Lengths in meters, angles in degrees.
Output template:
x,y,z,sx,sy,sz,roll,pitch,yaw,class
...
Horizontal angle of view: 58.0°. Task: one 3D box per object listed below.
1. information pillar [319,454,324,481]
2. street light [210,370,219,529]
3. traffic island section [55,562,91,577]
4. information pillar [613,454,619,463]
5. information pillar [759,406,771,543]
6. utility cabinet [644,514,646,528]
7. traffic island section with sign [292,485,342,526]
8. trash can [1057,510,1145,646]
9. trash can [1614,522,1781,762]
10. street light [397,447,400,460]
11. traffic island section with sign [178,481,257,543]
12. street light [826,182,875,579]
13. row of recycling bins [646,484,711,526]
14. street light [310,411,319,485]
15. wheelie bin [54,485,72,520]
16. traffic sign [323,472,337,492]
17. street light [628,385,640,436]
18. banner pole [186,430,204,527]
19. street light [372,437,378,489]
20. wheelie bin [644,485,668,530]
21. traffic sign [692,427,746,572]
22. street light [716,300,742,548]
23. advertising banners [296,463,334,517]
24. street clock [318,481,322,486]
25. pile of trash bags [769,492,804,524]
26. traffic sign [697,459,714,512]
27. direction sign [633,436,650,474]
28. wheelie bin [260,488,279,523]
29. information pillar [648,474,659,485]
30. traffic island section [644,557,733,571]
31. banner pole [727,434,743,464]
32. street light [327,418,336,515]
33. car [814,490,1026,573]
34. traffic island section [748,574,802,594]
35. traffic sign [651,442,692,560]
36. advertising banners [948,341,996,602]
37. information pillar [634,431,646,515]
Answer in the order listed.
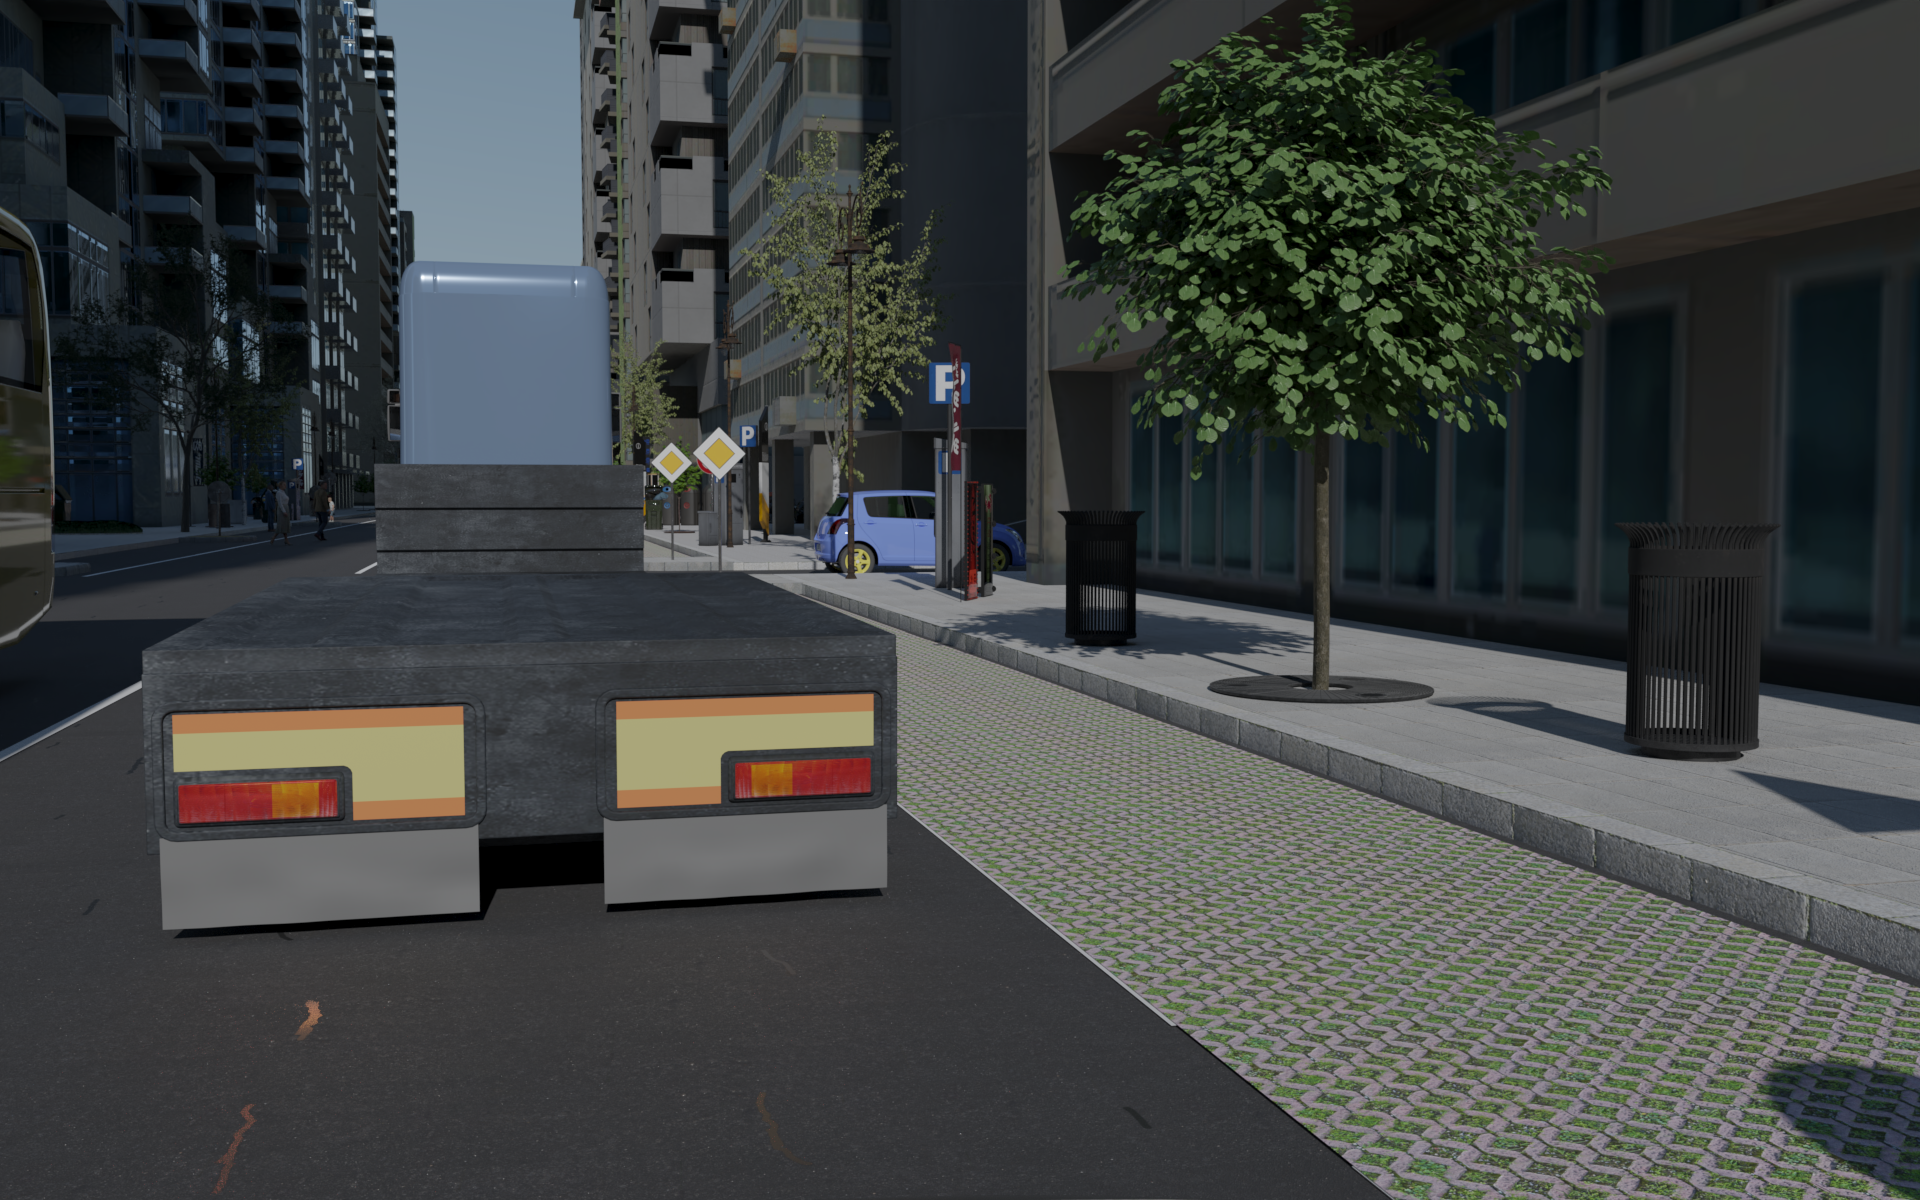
x,y,z,sx,sy,sz,roll,pitch,yaw,class
-37.556,-6.761,101.890,0.183,3.616,0.504,0,4,4,information pillar
-27.517,-5.586,64.116,0.468,5.910,1.993,-1,4,-14,street light
-16.804,-0.526,30.874,2.009,0.180,2.903,-1,4,-14,traffic island section
-20.183,-6.732,101.422,0.504,3.616,0.183,-3,5,-40,information pillar
-5.182,-3.330,45.808,0.183,3.616,0.504,1,4,15,information pillar
-11.728,-3.300,65.115,1.020,1.237,0.306,-2,4,-30,utility cabinet
-29.055,-4.261,78.290,1.989,1.847,2.006,-1,4,-14,traffic island section with sign
1.202,-0.191,14.773,0.748,1.137,0.748,0,3,0,trash can
3.587,0.194,8.474,0.748,1.137,0.748,0,3,0,trash can
-54.657,-12.006,169.080,0.468,5.910,1.993,-1,4,-14,street light
-22.328,-2.664,52.185,1.989,1.847,2.006,-1,4,-14,traffic island section with sign
-1.647,-3.257,26.035,0.468,5.910,1.993,-1,4,-14,street light
-11.474,-3.888,70.682,3.534,1.692,1.069,0,4,4,row of recycling bins
-36.015,-7.582,96.761,0.468,5.910,1.993,-1,4,-14,street light
-30.145,-3.057,57.891,0.693,1.594,0.980,0,4,-8,wheelie bin
-36.919,-6.202,101.500,0.768,2.556,0.104,-1,4,-13,traffic sign
-13.801,-6.154,73.408,0.468,5.910,1.993,-1,4,-14,street light
-30.040,-4.769,67.996,0.401,3.779,0.863,2,4,33,banner pole
-46.322,-10.048,137.071,0.468,5.910,1.993,-1,4,-14,street light
-10.940,-3.312,62.051,0.980,1.594,0.693,-1,4,-10,wheelie bin
-3.602,-1.364,25.942,0.795,2.450,0.064,-1,4,-14,traffic sign
-5.513,-4.196,41.387,0.468,5.910,1.993,-1,4,-14,street light
-36.852,-6.280,98.857,2.074,3.025,0.090,-1,4,-14,advertising banners
-36.269,-5.740,98.426,0.471,2.002,0.358,3,5,44,street clock
-7.772,-4.371,81.225,1.912,1.369,3.447,-3,5,-43,pile of trash bags
-6.302,-2.689,44.075,0.768,2.556,0.104,0,4,-5,traffic sign
-12.471,-4.640,67.854,0.379,3.537,0.876,3,4,37,direction sign
-30.645,-4.226,77.005,0.693,1.594,0.980,0,4,-1,wheelie bin
-11.159,-3.582,63.060,0.304,2.012,0.304,-3,4,-36,information pillar
-5.579,-0.702,33.757,2.009,0.180,2.903,-1,4,-14,traffic island section
-9.369,-4.998,71.734,0.863,3.779,0.401,-1,4,-20,banner pole
-37.916,-8.063,104.620,0.468,5.910,1.993,-1,4,-14,street light
-0.688,-1.266,30.296,3.694,1.707,1.945,-1,4,-15,car
-3.582,-0.229,26.025,2.009,0.180,2.903,-1,4,-14,traffic island section
-5.600,-1.837,33.674,0.795,2.450,0.064,-1,4,-14,traffic sign
0.144,-1.513,20.928,0.090,3.025,2.074,1,4,16,advertising banners
-11.868,-4.456,64.207,0.183,3.616,0.504,3,5,44,information pillar
